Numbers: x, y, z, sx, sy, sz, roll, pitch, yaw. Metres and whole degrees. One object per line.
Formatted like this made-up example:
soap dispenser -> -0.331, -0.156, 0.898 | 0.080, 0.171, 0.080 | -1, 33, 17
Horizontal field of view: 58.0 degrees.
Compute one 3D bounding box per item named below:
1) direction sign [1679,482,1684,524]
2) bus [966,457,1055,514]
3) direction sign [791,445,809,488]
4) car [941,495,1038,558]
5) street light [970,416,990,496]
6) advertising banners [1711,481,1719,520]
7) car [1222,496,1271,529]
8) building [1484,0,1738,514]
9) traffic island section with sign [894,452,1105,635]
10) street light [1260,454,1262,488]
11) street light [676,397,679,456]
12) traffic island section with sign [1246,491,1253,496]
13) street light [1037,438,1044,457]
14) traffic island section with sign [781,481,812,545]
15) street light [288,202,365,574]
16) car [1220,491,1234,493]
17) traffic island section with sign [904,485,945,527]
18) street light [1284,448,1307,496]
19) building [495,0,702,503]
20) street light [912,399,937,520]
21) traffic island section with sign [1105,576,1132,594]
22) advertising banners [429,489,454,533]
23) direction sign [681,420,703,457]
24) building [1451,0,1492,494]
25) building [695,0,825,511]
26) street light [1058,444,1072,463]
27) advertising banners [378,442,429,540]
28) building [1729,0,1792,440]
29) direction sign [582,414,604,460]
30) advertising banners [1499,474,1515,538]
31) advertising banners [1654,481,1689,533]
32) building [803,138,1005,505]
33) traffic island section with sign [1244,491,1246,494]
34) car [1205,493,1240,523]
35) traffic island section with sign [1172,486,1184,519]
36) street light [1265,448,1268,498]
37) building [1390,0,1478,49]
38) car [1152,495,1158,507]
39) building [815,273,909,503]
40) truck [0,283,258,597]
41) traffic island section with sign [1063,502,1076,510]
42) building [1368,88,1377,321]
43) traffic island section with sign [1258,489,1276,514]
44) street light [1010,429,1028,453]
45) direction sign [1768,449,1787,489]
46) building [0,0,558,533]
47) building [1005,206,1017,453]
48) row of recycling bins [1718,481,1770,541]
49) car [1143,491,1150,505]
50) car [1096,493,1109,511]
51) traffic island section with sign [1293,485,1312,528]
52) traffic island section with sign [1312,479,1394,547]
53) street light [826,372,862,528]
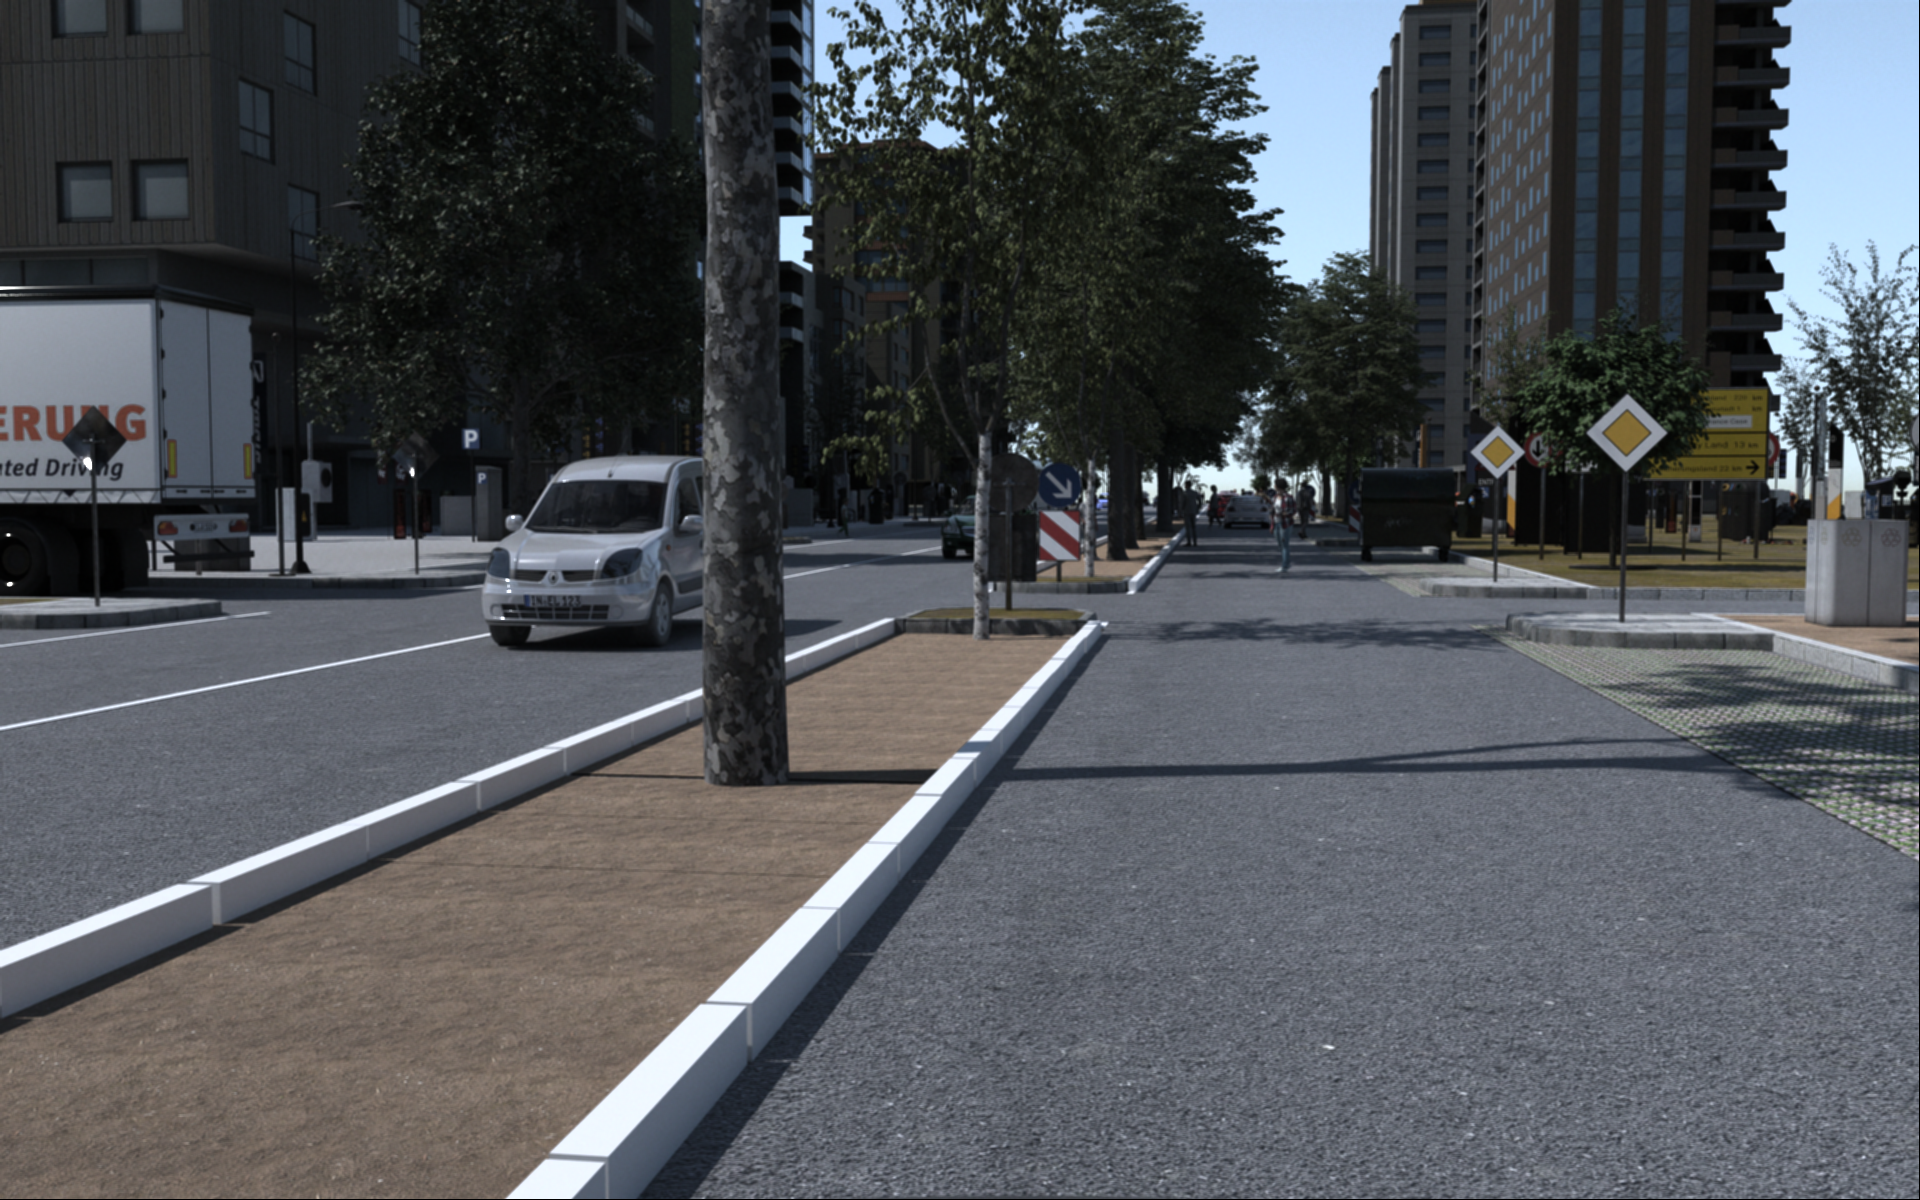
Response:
direction sign -> 31.105, -5.038, 74.371 | 0.379, 3.537, 0.876 | 3, 4, 38
bus -> 2.607, -5.331, 82.025 | 2.948, 3.499, 13.247 | 1, 4, 9
direction sign -> -7.374, -5.375, 79.879 | 0.876, 3.537, 0.379 | 1, 4, 16
car -> 0.786, -1.726, 40.026 | 2.131, 1.459, 4.920 | 1, 4, 10
street light -> 1.183, -8.016, 103.603 | 1.470, 5.913, 1.316 | 1, 4, 8
advertising banners -> 38.049, -5.536, 86.703 | 2.074, 3.025, 0.090 | -3, 5, -40
car -> 12.102, -3.717, 73.140 | 2.083, 1.381, 4.827 | 0, 4, 8
building -> 47.447, -29.266, 128.617 | 14.600, 45.320, 14.200 | 1, 4, 8
traffic island section with sign -> 0.443, -0.633, 18.489 | 2.006, 1.907, 1.989 | 1, 4, 8
street light -> 35.173, -13.877, 199.421 | 1.470, 5.913, 1.316 | 1, 4, 8
street light -> -7.190, -4.568, 47.222 | 1.470, 5.913, 1.316 | 1, 4, 8
traffic island section with sign -> 26.173, -8.702, 150.912 | 1.989, 1.847, 2.006 | 1, 4, 8
street light -> 6.867, -10.348, 141.733 | 1.470, 5.913, 1.316 | 1, 4, 8
traffic island section with sign -> -5.365, -2.537, 50.113 | 1.989, 1.847, 2.006 | 1, 4, 8
street light -> -10.143, -3.377, 27.757 | 1.470, 5.913, 1.316 | 1, 4, 8
car -> 29.033, -10.996, 188.449 | 2.281, 1.827, 5.304 | 0, 4, 7
traffic island section with sign -> -1.364, -4.182, 76.998 | 1.989, 1.847, 2.006 | 1, 4, 8
street light -> 23.143, -8.920, 118.388 | 1.470, 5.913, 1.316 | 1, 4, 8
building -> -22.693, -25.004, 92.403 | 14.154, 41.232, 14.086 | 1, 4, 8
street light -> -1.664, -6.869, 84.845 | 1.470, 5.913, 1.316 | 1, 4, 8
traffic island section with sign -> 1.541, -1.081, 25.814 | 2.006, 1.907, 1.989 | 1, 4, 8
advertising banners -> -17.628, -3.721, 57.020 | 2.074, 3.025, 0.090 | 0, 4, -7
direction sign -> -8.209, -3.748, 53.279 | 0.876, 3.537, 0.379 | 2, 4, 30
building -> 52.916, -43.220, 144.899 | 20.563, 71.187, 20.611 | 1, 4, 8
building -> -21.963, -49.378, 120.001 | 22.319, 86.520, 31.000 | 1, 4, 8
street light -> 9.711, -11.541, 161.232 | 1.470, 5.913, 1.316 | 1, 4, 8
advertising banners -> -15.926, -3.245, 49.237 | 0.090, 3.025, 2.074 | 1, 4, 22
building -> 44.994, -28.412, 114.652 | 14.600, 45.320, 14.200 | 1, 4, 8
direction sign -> -10.413, -3.499, 49.201 | 0.876, 3.537, 0.379 | 2, 4, 35
advertising banners -> 16.087, -3.316, 50.402 | 2.074, 3.025, 0.090 | -3, 5, -40
advertising banners -> 23.403, -3.711, 56.870 | 2.074, 3.025, 0.090 | -2, 4, -27
building -> -7.447, -34.335, 216.008 | 22.147, 44.769, 28.867 | 1, 4, 8
traffic island section with sign -> 34.224, -12.022, 205.189 | 1.989, 1.847, 2.006 | 1, 4, 8
car -> 13.431, -4.786, 87.284 | 2.155, 1.783, 4.494 | 0, 4, 8
traffic island section with sign -> 12.574, -5.627, 100.141 | 2.006, 1.907, 1.989 | 1, 4, 8
street light -> 31.533, -12.381, 174.967 | 1.470, 5.913, 1.316 | 1, 4, 8
building -> 62.826, -40.886, 210.492 | 21.231, 58.520, 28.212 | 1, 4, 8
car -> 21.769, -10.688, 187.329 | 1.945, 1.354, 3.894 | 0, 4, 7
building -> -20.667, -18.795, 152.330 | 27.650, 21.520, 28.899 | 1, 4, 8
truck -> -16.027, -2.206, 24.986 | 11.283, 4.237, 2.839 | 0, 4, 8
traffic island section with sign -> 9.957, -8.844, 153.232 | 1.989, 1.847, 2.006 | 1, 4, 8
building -> 67.061, -42.604, 238.573 | 21.231, 58.520, 28.212 | 1, 4, 8
traffic island section with sign -> 22.166, -7.053, 123.948 | 1.989, 1.847, 2.006 | 1, 4, 8
street light -> 4.092, -9.198, 122.923 | 1.470, 5.913, 1.316 | 1, 4, 8
direction sign -> 40.962, -5.806, 86.928 | 0.876, 3.537, 0.379 | 1, 4, 21
building -> -33.228, -29.072, 64.560 | 28.713, 52.752, 27.495 | 1, 4, 8
building -> -3.663, -36.083, 244.576 | 22.147, 44.769, 28.867 | 1, 4, 8
row of recycling bins -> 21.934, -2.525, 48.396 | 1.069, 1.692, 3.534 | 1, 4, 16
car -> 22.970, -12.931, 220.090 | 2.281, 1.827, 5.304 | 1, 4, 10
car -> 12.763, -8.622, 150.554 | 1.945, 1.707, 3.694 | 0, 4, 8
traffic island section with sign -> 14.825, -4.034, 74.592 | 1.989, 1.847, 2.006 | 1, 4, 8
traffic island section with sign -> 10.821, -2.381, 47.565 | 1.989, 1.847, 2.006 | 1, 4, 8
street light -> -4.409, -5.718, 66.031 | 1.470, 5.913, 1.316 | 1, 4, 8
